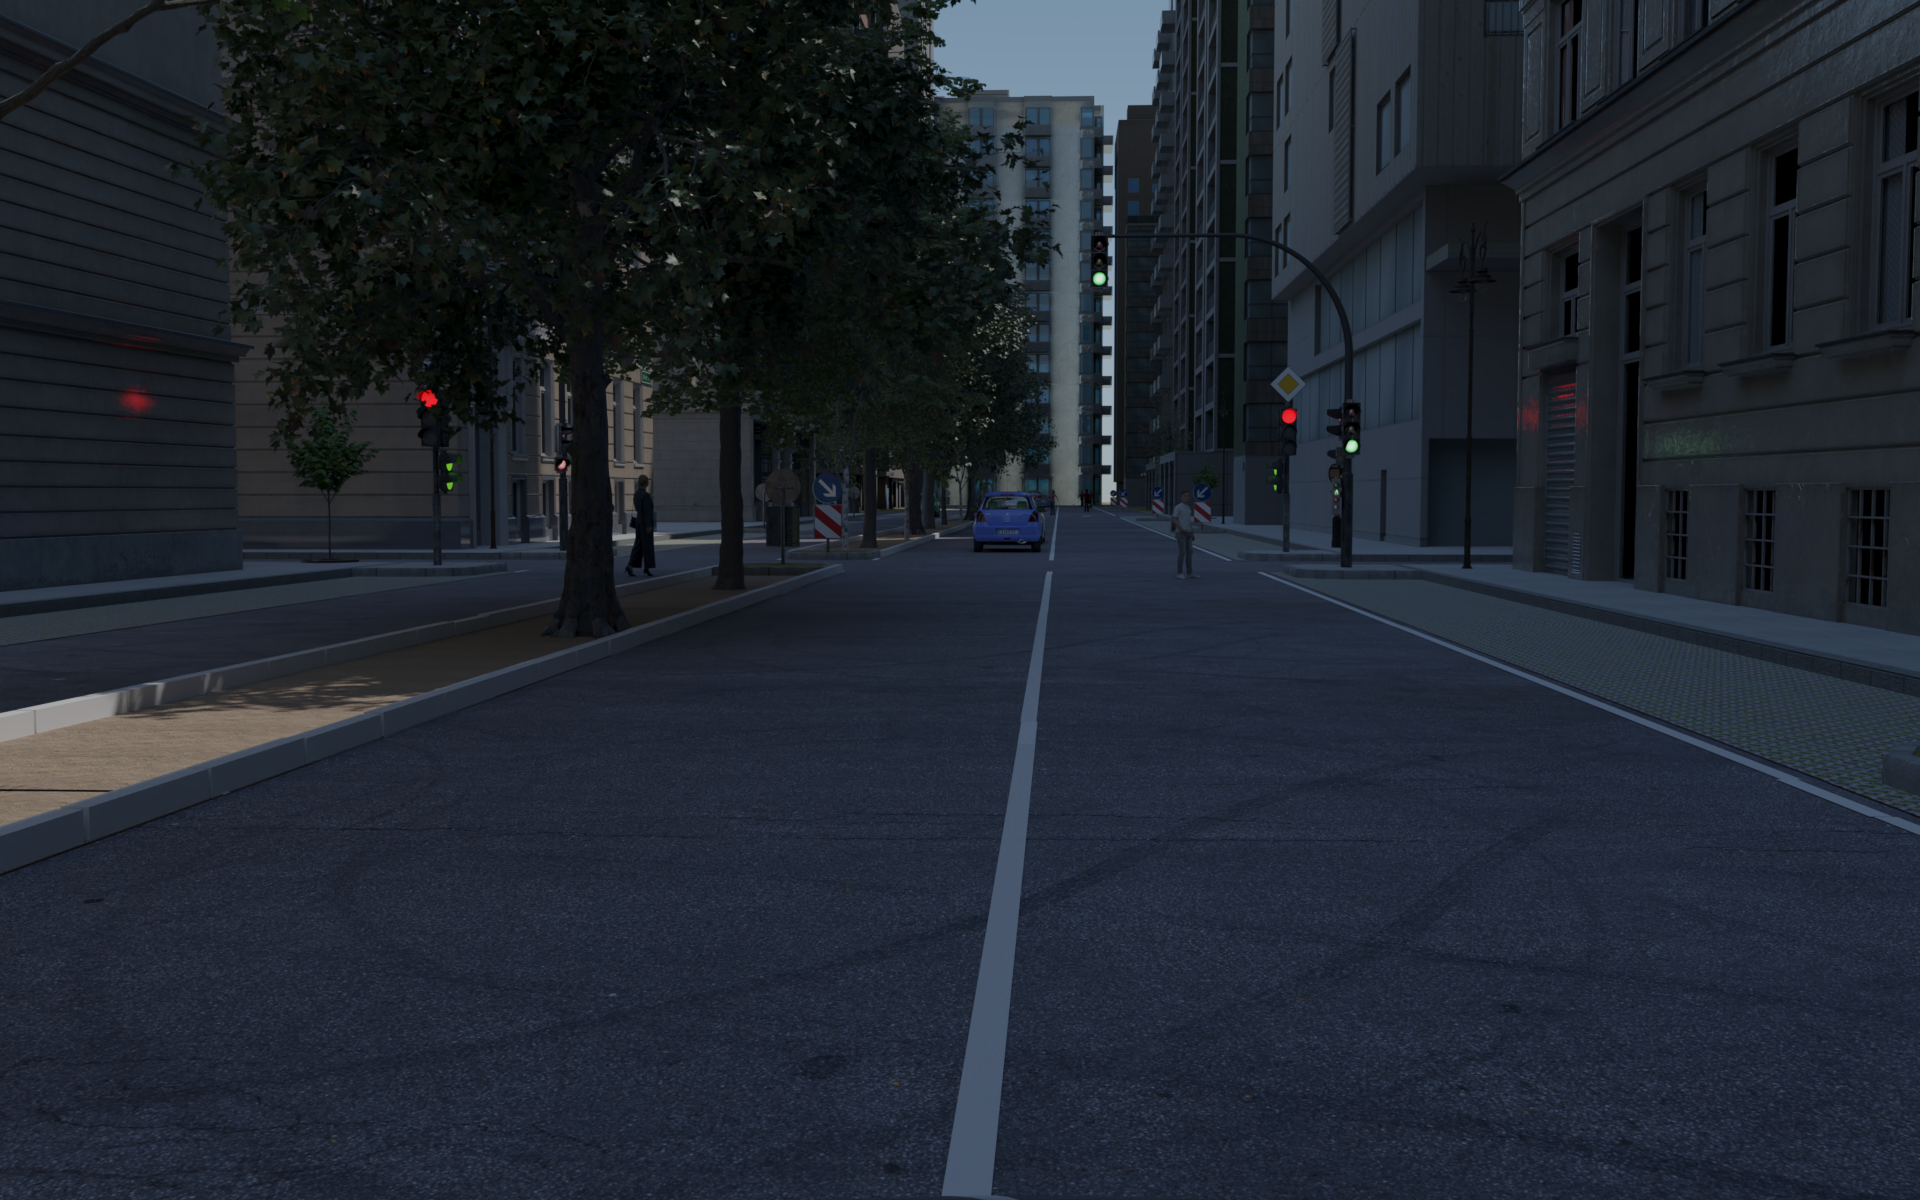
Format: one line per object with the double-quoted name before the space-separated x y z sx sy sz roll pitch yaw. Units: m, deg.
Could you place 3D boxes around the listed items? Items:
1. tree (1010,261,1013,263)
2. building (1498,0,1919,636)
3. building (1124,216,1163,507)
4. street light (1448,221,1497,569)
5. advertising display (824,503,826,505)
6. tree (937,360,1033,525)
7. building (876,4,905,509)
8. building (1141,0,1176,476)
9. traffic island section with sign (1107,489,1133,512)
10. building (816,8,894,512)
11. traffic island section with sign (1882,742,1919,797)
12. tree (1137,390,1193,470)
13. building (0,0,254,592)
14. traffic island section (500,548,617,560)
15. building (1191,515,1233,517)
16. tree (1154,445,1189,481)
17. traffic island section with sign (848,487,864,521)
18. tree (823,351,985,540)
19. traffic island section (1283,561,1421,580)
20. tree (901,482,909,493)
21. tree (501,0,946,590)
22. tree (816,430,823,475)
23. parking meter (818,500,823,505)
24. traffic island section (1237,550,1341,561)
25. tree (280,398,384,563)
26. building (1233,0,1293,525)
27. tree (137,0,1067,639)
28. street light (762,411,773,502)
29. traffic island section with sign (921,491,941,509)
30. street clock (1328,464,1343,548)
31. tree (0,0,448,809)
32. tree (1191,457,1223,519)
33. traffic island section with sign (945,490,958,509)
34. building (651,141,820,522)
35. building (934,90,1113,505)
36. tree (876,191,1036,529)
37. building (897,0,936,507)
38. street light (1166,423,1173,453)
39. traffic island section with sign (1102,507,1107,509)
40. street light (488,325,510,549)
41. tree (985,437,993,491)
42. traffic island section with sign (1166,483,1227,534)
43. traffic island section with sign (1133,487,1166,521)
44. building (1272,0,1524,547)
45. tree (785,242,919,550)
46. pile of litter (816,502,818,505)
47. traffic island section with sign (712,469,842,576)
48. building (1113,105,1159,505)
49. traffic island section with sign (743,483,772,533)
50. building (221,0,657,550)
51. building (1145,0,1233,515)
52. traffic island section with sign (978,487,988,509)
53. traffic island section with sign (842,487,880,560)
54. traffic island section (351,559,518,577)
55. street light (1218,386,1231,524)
"tree" -2.481 -7.667 45.947 7.486 12.596 7.792 0 3 0
"building" 15.892 -11.075 14.365 16.112 22.955 30.059 0 4 3
"building" 24.186 -25.049 181.247 14.160 30.474 14.107 0 4 3
"street light" 8.721 -3.475 29.611 0.468 5.910 1.993 0 4 3
"advertising display" -7.302 -5.453 94.373 0.123 1.923 0.974 -1 4 -11
"tree" -0.676 -8.771 80.279 8.767 10.594 7.601 0 4 3
"building" -12.345 -30.584 150.152 14.600 45.320 14.200 0 4 3
"building" 28.974 -32.927 157.967 23.786 49.044 30.456 0 4 3
"traffic island section with sign" 13.100 -8.038 140.047 1.989 1.847 2.006 0 4 3
"building" -16.677 -28.996 128.708 22.147 44.769 28.867 0 4 3
"traffic island section with sign" 5.499 0.040 7.976 1.989 1.847 2.006 0 4 3
"tree" 14.532 -10.411 120.588 4.360 8.622 3.978 0 3 0
"building" -29.364 -12.562 24.467 34.723 24.649 14.460 0 4 3
"traffic island section" -8.984 -1.036 39.224 2.009 0.180 2.903 0 4 3
"building" 22.716 -40.529 100.906 20.563 71.187 20.611 0 4 3
"tree" 14.619 -8.079 115.810 4.285 4.588 4.351 0 3 0
"traffic island section with sign" -5.616 -5.100 92.017 1.989 1.847 2.006 0 4 3
"tree" -1.610 -6.122 52.918 4.737 8.622 4.395 0 3 0
"traffic island section" 6.771 -0.491 30.317 2.009 0.180 2.903 0 4 3
"tree" -4.524 -10.261 162.375 1.663 3.219 1.824 0 3 0
"tree" -3.510 -6.445 25.968 7.486 12.596 7.792 0 3 0
"tree" -7.895 -9.833 111.127 4.737 8.622 4.395 0 3 0
"parking meter" -9.101 -6.411 113.236 0.372 1.533 0.369 0 3 0
"traffic island section" 7.230 -0.979 38.289 2.009 0.180 2.903 0 4 3
"tree" -12.001 -2.324 32.595 1.663 3.219 1.824 0 3 0
"building" 19.154 -18.673 76.999 14.160 30.474 14.107 0 4 3
"tree" -3.742 -5.986 17.331 9.611 12.733 9.660 0 3 0
"street light" -8.731 -6.483 78.793 0.468 5.910 1.993 0 4 3
"traffic island section with sign" -2.795 -8.084 140.797 1.989 1.847 2.006 0 4 3
"street clock" 9.011 -2.249 41.344 0.358 2.002 0.471 -1 4 -22
"tree" -4.812 -4.853 7.557 9.928 11.665 9.643 0 3 0
"tree" 12.794 -5.868 90.545 1.663 3.219 1.824 0 3 0
"traffic island section with sign" -1.192 -9.789 168.679 1.989 1.847 2.006 0 4 3
"building" -13.734 -13.975 79.399 10.553 20.767 40.483 0 4 3
"building" 2.915 -35.997 208.157 30.456 49.044 23.786 0 4 3
"tree" -1.343 -9.882 70.683 9.857 13.997 8.962 0 3 0
"building" -13.578 -45.357 179.845 20.611 71.187 20.563 0 4 3
"street light" 13.554 -8.525 112.174 0.468 5.910 1.993 0 4 3
"traffic island section with sign" 14.664 -9.689 167.047 1.989 1.847 2.006 0 4 3
"street light" -10.943 -4.138 40.445 0.468 5.910 1.993 0 4 3
"tree" 0.067 -8.180 86.564 4.737 8.622 4.395 0 3 0
"traffic island section with sign" 8.691 -3.346 63.342 1.989 1.847 2.006 0 4 3
"traffic island section with sign" 10.304 -5.066 91.463 1.989 1.847 2.006 0 4 3
"building" 23.987 -28.218 50.611 27.495 52.752 28.713 0 4 3
"tree" -2.659 -5.336 40.055 4.360 8.622 3.978 0 3 0
"pile of litter" -9.265 -5.863 109.817 1.719 0.858 1.176 1 4 14
"traffic island section with sign" -3.288 -1.407 31.133 2.006 1.907 1.989 0 4 3
"building" 25.307 -33.782 202.449 14.200 45.320 14.600 0 4 3
"traffic island section with sign" -7.231 -3.372 63.768 1.989 1.847 2.006 0 4 3
"building" -17.141 -16.095 49.059 13.634 28.700 20.117 0 4 3
"building" 25.095 -42.410 131.650 20.563 71.187 20.611 0 4 3
"traffic island section with sign" 1.462 -6.447 113.543 2.006 1.907 1.989 0 4 3
"traffic island section with sign" -2.852 -1.859 38.528 2.006 1.907 1.989 0 4 3
"traffic island section" -9.443 -0.549 31.253 2.009 0.180 2.903 0 4 3
"street light" 11.287 -6.195 74.076 0.468 5.910 1.993 0 4 3
